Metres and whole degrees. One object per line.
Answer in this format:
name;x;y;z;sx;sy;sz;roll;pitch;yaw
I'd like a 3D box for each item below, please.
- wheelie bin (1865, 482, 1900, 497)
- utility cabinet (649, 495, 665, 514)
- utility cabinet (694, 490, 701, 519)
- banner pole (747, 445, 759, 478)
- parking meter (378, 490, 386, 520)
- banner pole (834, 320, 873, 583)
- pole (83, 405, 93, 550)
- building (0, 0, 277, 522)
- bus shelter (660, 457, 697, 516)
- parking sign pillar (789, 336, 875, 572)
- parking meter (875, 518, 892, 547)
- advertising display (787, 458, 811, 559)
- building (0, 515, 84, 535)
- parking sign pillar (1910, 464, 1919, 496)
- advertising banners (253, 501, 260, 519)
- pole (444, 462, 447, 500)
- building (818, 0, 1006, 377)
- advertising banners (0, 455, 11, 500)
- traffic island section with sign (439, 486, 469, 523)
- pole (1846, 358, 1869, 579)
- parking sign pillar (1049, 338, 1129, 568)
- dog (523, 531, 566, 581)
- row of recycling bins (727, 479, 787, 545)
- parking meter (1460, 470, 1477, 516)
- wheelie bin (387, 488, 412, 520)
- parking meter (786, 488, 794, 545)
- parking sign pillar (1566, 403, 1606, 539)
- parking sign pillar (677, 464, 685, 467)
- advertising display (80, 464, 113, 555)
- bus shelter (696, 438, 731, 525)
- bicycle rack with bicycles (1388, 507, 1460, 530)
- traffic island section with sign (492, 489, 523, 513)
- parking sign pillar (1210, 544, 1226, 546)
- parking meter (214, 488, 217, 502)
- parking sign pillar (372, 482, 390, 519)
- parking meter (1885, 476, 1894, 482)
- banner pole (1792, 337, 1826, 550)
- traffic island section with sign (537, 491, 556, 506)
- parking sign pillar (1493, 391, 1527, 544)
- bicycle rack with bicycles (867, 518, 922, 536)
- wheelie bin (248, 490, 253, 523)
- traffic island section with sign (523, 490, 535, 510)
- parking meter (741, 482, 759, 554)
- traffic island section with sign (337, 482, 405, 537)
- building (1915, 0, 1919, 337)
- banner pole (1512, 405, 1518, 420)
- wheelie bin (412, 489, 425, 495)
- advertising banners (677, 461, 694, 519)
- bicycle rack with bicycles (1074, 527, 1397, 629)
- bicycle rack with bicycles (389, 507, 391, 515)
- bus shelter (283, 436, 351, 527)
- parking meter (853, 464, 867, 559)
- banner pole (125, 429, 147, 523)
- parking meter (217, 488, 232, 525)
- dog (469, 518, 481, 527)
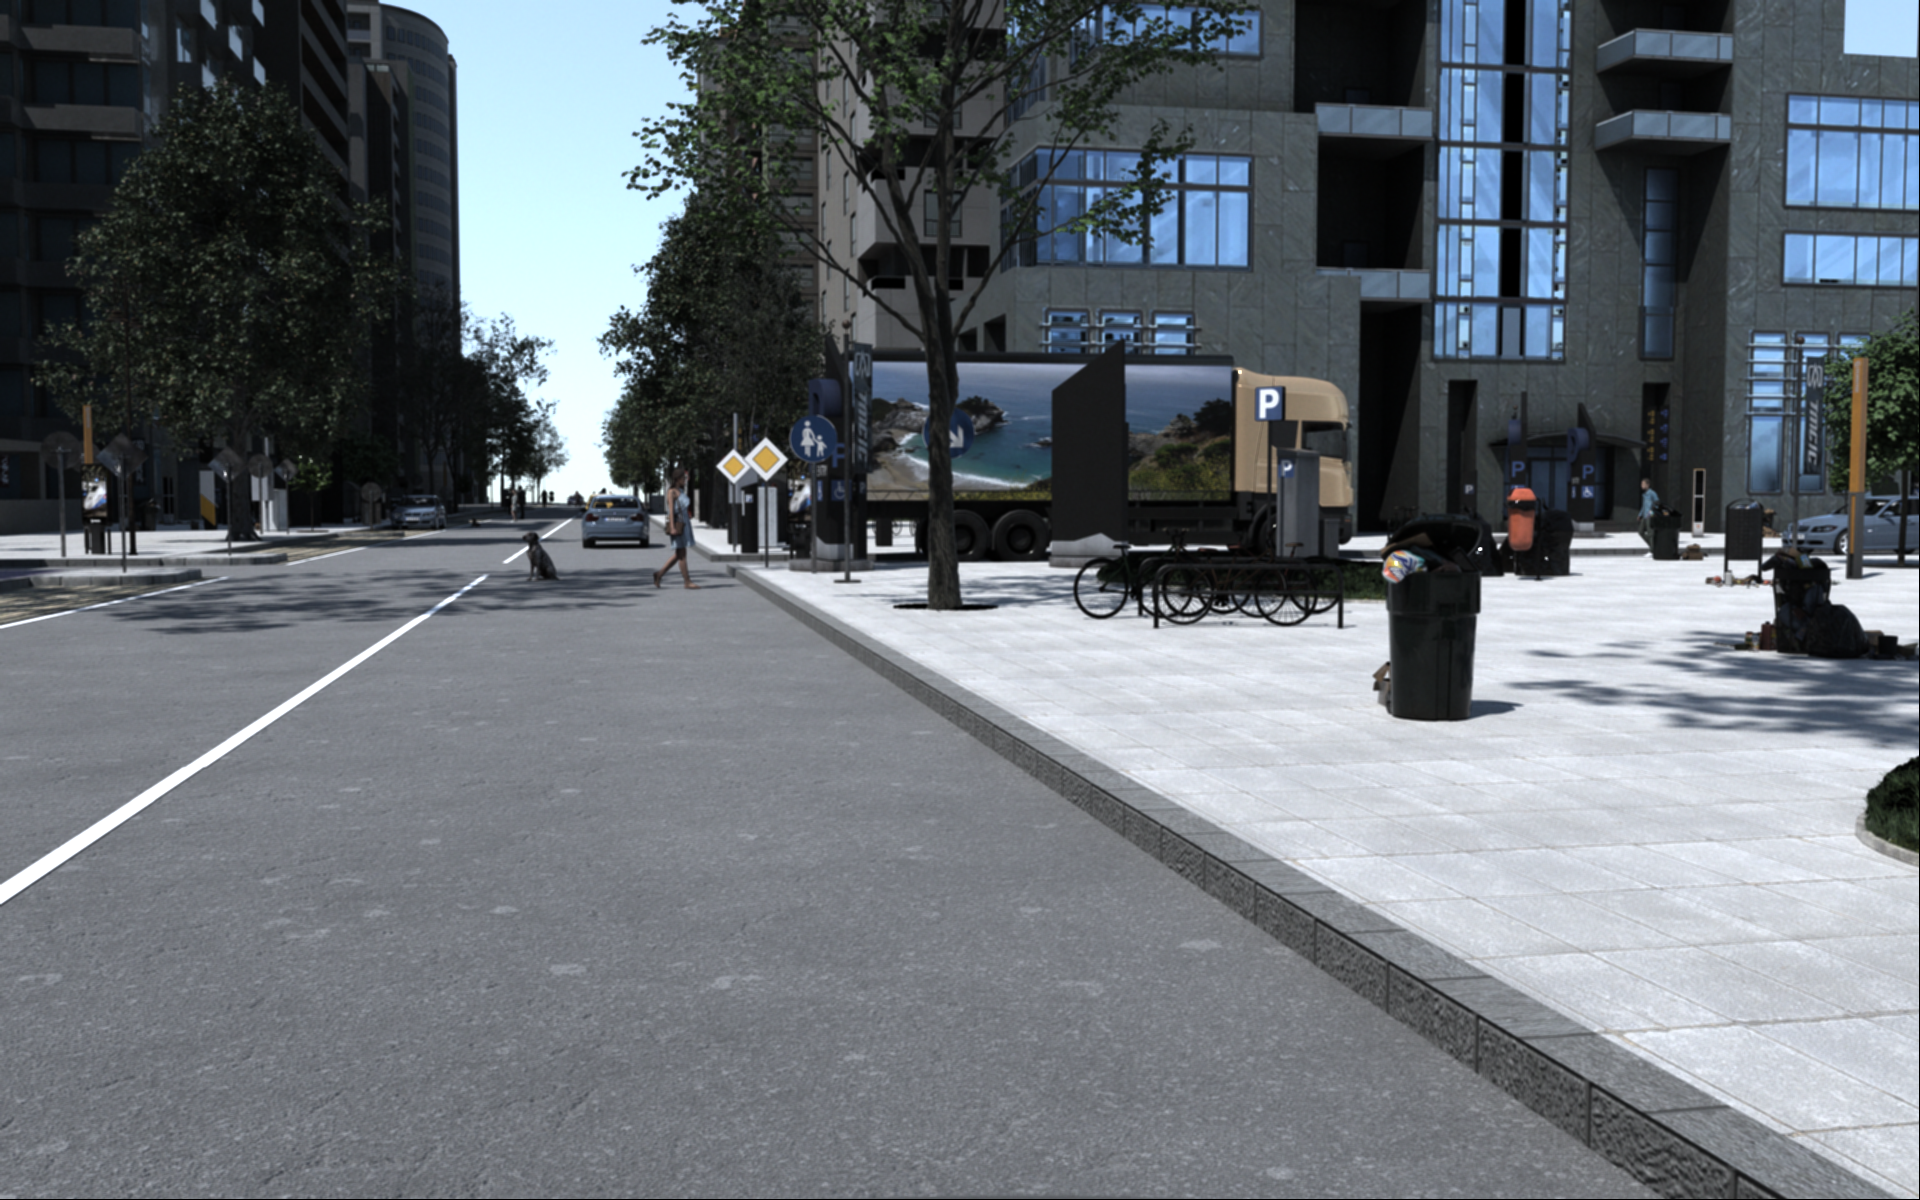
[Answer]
wheelie bin;24.076;-2.282;45.220;0.980;1.594;0.693;1;4;16
utility cabinet;-19.264;-6.050;110.083;0.306;1.237;1.020;3;5;43
utility cabinet;-12.947;-4.802;87.192;0.318;1.500;1.173;1;4;20
banner pole;-9.383;-5.395;78.227;0.863;3.779;0.401;2;4;24
parking meter;-29.026;-4.805;86.966;0.372;1.533;0.369;0;3;0
banner pole;-1.506;-2.153;25.217;0.401;3.779;0.863;2;4;33
pole;-20.006;-2.810;39.795;0.158;3.312;0.155;0;3;0
building;-49.072;-28.715;89.096;23.786;49.044;30.456;-1;4;-11
bus shelter;-15.882;-6.359;97.889;2.014;3.302;5.546;-1;4;-11
parking sign pillar;-2.161;-2.483;29.065;1.447;3.967;1.447;-1;4;-18
parking meter;-1.875;-2.244;42.408;0.399;1.863;0.255;-2;4;-33
advertising display;-2.809;-1.573;30.938;0.123;1.923;0.974;-2;4;-34
building;-46.470;-22.135;53.784;32.217;40.220;23.993;-1;4;-11
parking sign pillar;40.880;-5.232;74.018;1.447;3.967;1.447;2;4;29
advertising banners;-35.048;-5.547;86.882;0.090;3.025;2.074;-3;5;-43
pole;-32.262;-7.016;108.562;0.158;3.312;0.155;0;3;0
building;6.767;-31.179;99.010;28.713;52.752;27.495;-1;4;-11
advertising banners;-40.912;-4.692;72.906;0.090;3.025;2.074;2;4;31
traffic island section with sign;-25.153;-4.668;84.944;1.989;1.847;2.006;-1;4;-11
pole;13.482;-1.968;26.016;0.158;3.312;0.155;0;3;0
parking sign pillar;2.289;-2.569;30.468;1.447;3.967;1.447;1;4;22
dog;-6.834;-0.728;28.742;0.800;0.831;0.513;-1;4;-13
row of recycling bins;-5.333;-2.358;45.674;1.069;1.692;3.534;1;4;10
parking meter;12.219;-2.198;41.652;0.399;1.863;0.255;1;4;16
wheelie bin;-27.884;-4.765;85.810;0.980;1.594;0.693;0;4;-3
parking meter;-4.206;-2.155;43.639;0.372;1.533;0.369;0;3;0
parking sign pillar;18.129;-3.796;50.540;1.447;3.967;1.447;0;4;3
parking sign pillar;-17.447;-7.388;109.259;1.447;3.967;1.447;-2;4;-29
advertising display;-18.350;-1.934;36.828;0.974;1.923;0.123;2;4;33
bus shelter;-10.754;-5.159;75.625;1.731;3.624;6.357;-1;4;-11
bicycle rack with bicycles;12.787;-2.077;47.345;2.925;0.926;2.852;-2;4;-32
traffic island section with sign;-34.951;-7.629;133.366;1.989;1.847;2.006;-1;4;-11
parking sign pillar;6.946;-3.347;43.193;1.447;3.967;1.447;2;4;29
parking meter;-31.931;-4.037;74.415;0.372;1.533;0.369;0;3;0
parking sign pillar;-30.237;-6.228;90.308;1.447;3.967;1.447;0;4;5
parking meter;29.071;-2.973;54.325;0.399;1.863;0.255;-3;5;-39
banner pole;13.566;-2.308;27.756;0.863;3.779;0.401;-2;4;-29
traffic island section with sign;-51.467;-12.616;214.906;1.989;1.847;2.006;-1;4;-11
parking sign pillar;14.473;-3.454;44.941;1.447;3.967;1.447;1;4;17
bicycle rack with bicycles;-1.602;-2.451;53.463;2.852;0.926;2.925;1;4;23
wheelie bin;-30.479;-4.019;73.611;0.980;1.594;0.693;3;4;37
traffic island section with sign;-40.305;-9.247;159.809;1.989;1.847;2.006;-1;4;-11
parking meter;-4.543;-1.773;37.403;0.372;1.533;0.369;0;3;0
traffic island section with sign;-19.660;-3.011;57.865;1.989;1.847;2.006;-1;4;-11
building;45.603;-23.172;62.449;14.086;41.232;14.154;-1;4;-11
banner pole;15.541;-3.588;48.673;0.401;3.779;0.863;2;4;26
wheelie bin;-33.763;-6.118;107.937;0.980;1.594;0.693;0;4;5
advertising banners;-13.858;-5.654;88.632;0.090;3.025;2.074;2;4;26
bicycle rack with bicycles;2.614;-0.254;17.539;2.925;0.926;2.852;0;4;2
bicycle rack with bicycles;-32.145;-5.452;102.527;2.925;0.926;2.852;-2;4;-31
bus shelter;-26.078;-4.842;70.451;1.731;3.624;6.357;-1;4;-12
parking meter;-1.870;-1.558;31.191;0.255;1.863;0.399;2;4;27
banner pole;-31.924;-4.710;67.023;0.863;3.779;0.401;-2;4;-27
parking meter;-30.542;-3.896;72.117;0.372;1.533;0.369;0;3;0
dog;-21.210;-3.390;75.623;0.550;0.427;0.748;0;4;-5
